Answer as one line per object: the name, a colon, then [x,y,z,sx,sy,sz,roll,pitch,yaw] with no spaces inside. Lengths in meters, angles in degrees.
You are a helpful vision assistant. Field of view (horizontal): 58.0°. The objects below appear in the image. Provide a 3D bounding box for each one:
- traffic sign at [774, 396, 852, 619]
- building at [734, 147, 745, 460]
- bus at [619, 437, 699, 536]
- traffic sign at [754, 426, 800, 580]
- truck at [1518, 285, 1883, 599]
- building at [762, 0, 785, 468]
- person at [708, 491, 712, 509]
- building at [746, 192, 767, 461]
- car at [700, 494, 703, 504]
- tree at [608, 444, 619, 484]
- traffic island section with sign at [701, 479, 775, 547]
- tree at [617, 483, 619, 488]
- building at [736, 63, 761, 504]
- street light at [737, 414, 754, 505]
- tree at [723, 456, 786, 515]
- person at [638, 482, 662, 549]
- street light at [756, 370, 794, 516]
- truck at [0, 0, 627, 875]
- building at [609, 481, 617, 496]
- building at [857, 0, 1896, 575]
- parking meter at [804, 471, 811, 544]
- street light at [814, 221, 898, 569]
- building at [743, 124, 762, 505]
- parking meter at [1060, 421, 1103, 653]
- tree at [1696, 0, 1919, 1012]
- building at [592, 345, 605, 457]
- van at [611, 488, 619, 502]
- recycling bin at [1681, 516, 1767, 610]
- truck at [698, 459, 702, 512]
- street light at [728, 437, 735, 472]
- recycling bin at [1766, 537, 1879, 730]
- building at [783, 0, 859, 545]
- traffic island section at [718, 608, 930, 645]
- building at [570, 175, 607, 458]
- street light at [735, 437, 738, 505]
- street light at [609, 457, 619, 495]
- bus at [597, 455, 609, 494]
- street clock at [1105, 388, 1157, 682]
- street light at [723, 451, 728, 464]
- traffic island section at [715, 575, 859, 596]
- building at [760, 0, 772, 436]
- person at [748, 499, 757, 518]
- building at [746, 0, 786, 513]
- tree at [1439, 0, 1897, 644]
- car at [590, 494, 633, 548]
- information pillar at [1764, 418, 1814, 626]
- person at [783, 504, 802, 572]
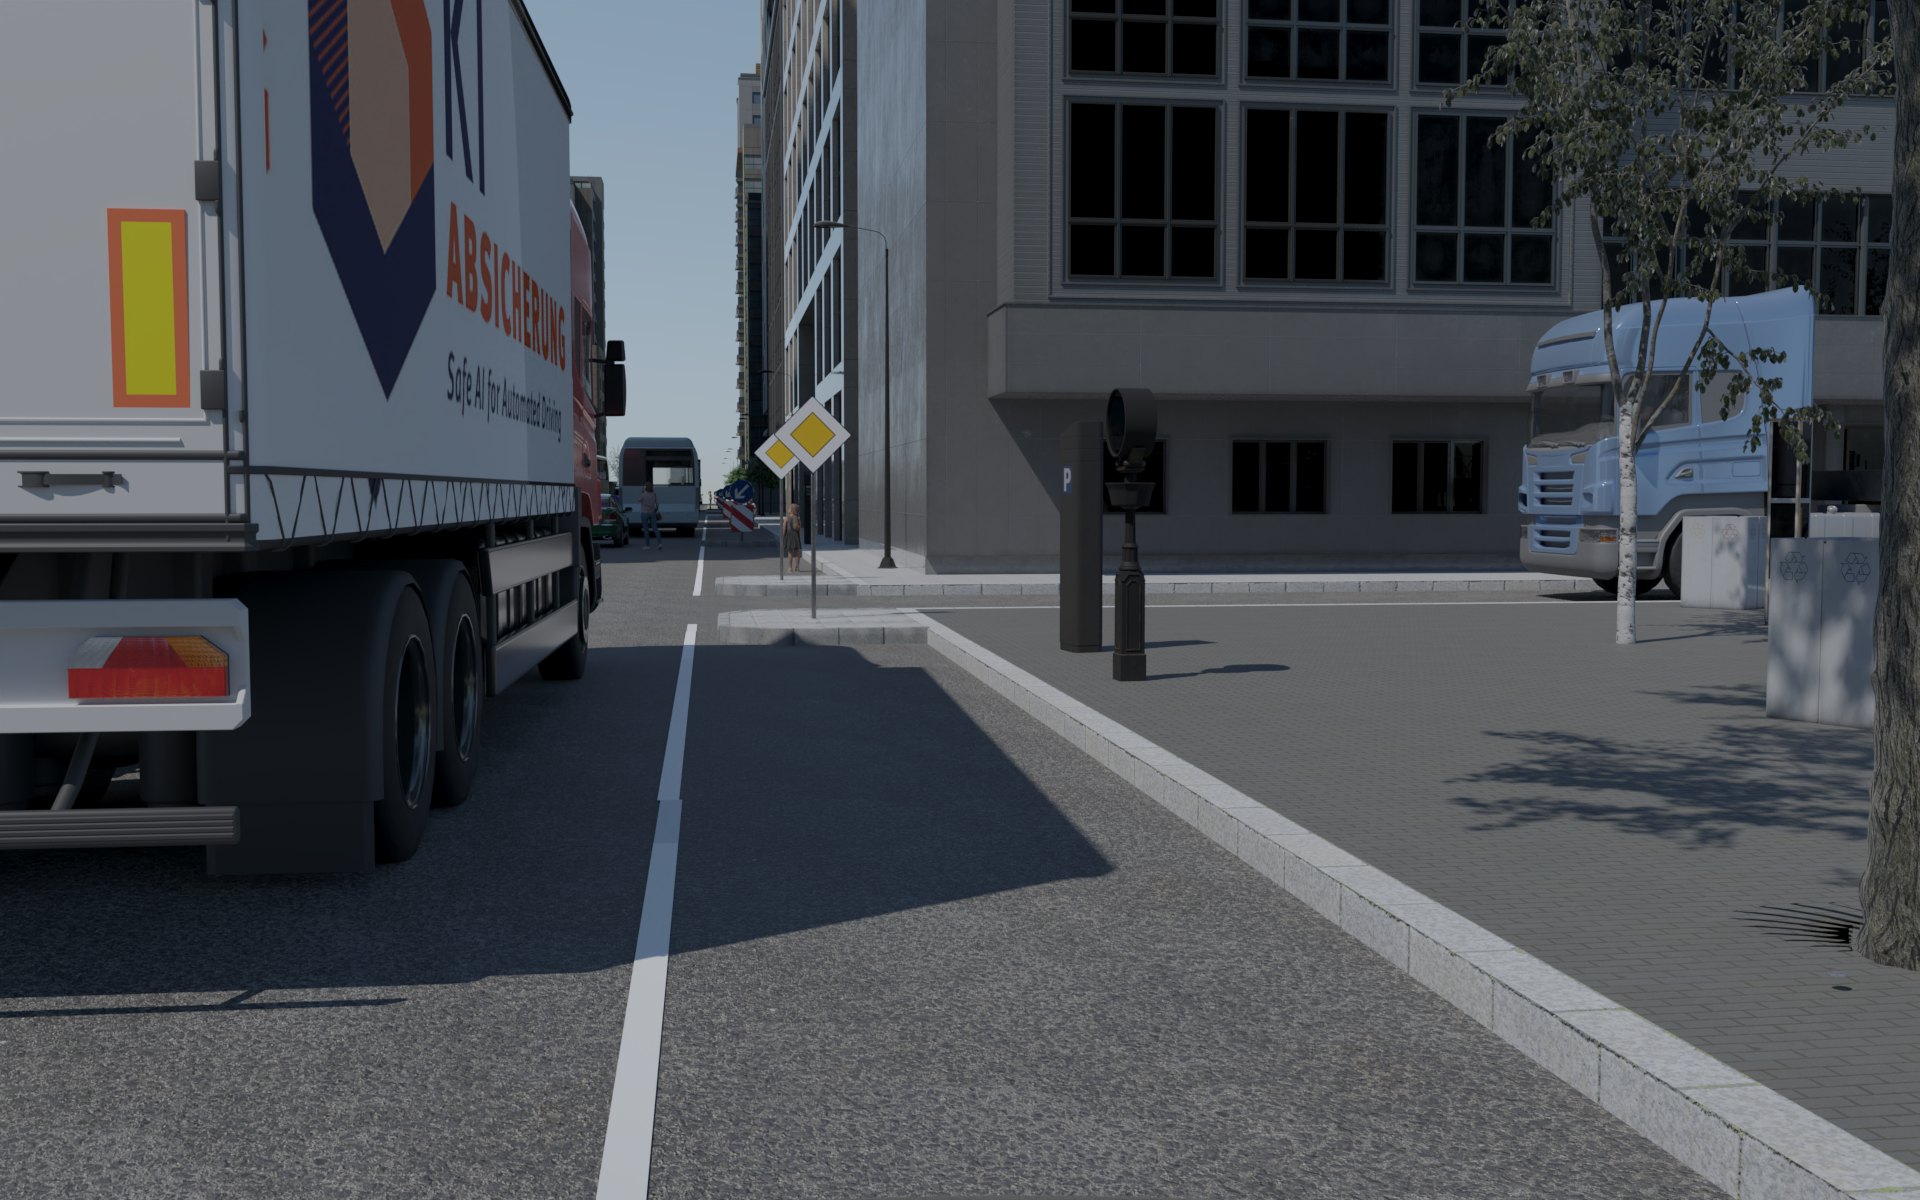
traffic sign: [-1.509,-0.865,17.789,0.795,2.450,0.064,-1,4,-8]
building: [-16.929,-34.400,217.070,22.147,44.769,28.867,-1,4,-8]
bus: [-10.895,-4.137,62.496,2.948,3.499,13.247,-1,4,-10]
traffic sign: [-2.652,-1.349,25.692,0.795,2.450,0.064,-1,4,-8]
truck: [16.511,-2.092,23.968,18.799,4.110,2.967,0,4,-6]
building: [-2.617,-18.101,89.459,14.314,27.812,24.014,-1,4,-8]
person: [-23.958,-9.639,166.815,0.721,1.743,1.217,0,4,-3]
building: [-13.720,-24.299,168.984,14.160,30.474,14.107,-1,4,-8]
car: [-37.148,-14.323,242.845,2.281,1.827,5.304,0,4,-7]
tree: [-50.314,-18.725,256.522,4.360,8.622,3.978,0,3,0]
traffic island section with sign: [-6.143,-2.397,47.814,1.989,1.847,2.006,-1,4,-8]
tree: [-49.755,-15.689,251.115,1.663,3.219,1.824,0,3,0]
building: [-20.756,-43.006,245.148,21.231,58.520,28.212,-1,4,-8]
street light: [-11.963,-7.810,100.240,1.470,5.913,1.316,-1,4,-8]
tree: [-11.853,-7.664,109.016,4.285,4.588,4.351,0,3,0]
person: [-7.965,-2.181,44.743,0.593,1.750,0.643,-2,4,-31]
street light: [-6.835,-5.653,64.962,1.470,5.913,1.316,-1,4,-8]
truck: [-3.675,-1.281,9.859,2.839,4.237,11.283,0,4,-7]
building: [-63.226,-33.173,234.257,32.217,40.220,23.993,-1,4,-8]
building: [13.440,-13.153,34.124,30.058,24.678,14.314,-1,4,-8]
parking meter: [-3.846,-2.355,44.219,0.255,1.863,0.399,-1,4,-11]
street light: [-1.787,-3.494,29.672,1.470,5.913,1.316,-1,4,-8]
building: [-17.293,-31.290,195.187,14.154,41.232,14.086,-1,4,-8]
parking meter: [0.987,-0.515,14.128,0.255,1.863,0.399,-1,4,-17]
tree: [2.748,-4.823,4.612,9.928,11.665,9.643,0,3,0]
building: [-54.748,-21.328,193.758,27.650,21.520,28.899,-1,4,-8]
van: [-30.828,-9.469,159.198,2.240,2.365,5.245,0,4,-7]
recycling bin: [8.643,-0.429,19.566,0.722,1.027,0.722,3,5,45]
truck: [-22.915,-9.510,144.399,2.839,4.237,11.283,-1,4,-9]
street light: [-17.848,-10.287,140.725,1.470,5.913,1.316,-1,4,-8]
recycling bin: [5.110,0.167,9.817,0.722,1.027,0.722,-2,4,-30]
building: [4.150,-15.696,61.146,19.350,26.468,34.151,-1,4,-8]
traffic island section: [-1.487,0.270,17.869,2.009,0.180,2.903,-1,4,-8]
building: [-51.706,-32.561,215.961,14.154,41.232,14.086,-1,4,-8]
street light: [-12.756,-8.129,105.442,1.470,5.913,1.316,-1,4,-8]
street light: [-43.516,-14.979,217.447,1.470,5.913,1.316,-1,4,-8]
bus: [-20.678,-6.216,93.182,2.896,3.916,12.252,0,4,-7]
street clock: [1.168,-0.448,11.889,0.358,2.002,0.471,-1,4,-12]
street light: [-24.547,-13.114,186.948,1.470,5.913,1.316,-1,4,-8]
traffic island section: [-2.629,-0.214,25.773,2.009,0.180,2.903,-1,4,-8]
building: [-3.177,-34.227,148.845,28.713,52.752,27.495,-1,4,-8]
person: [-8.657,-3.612,72.238,0.352,1.250,0.332,-1,4,-22]
building: [-4.996,-41.911,123.493,20.563,71.187,20.611,-1,4,-8]
tree: [5.743,-3.916,14.391,4.360,8.622,3.978,0,3,0]
car: [-10.135,-2.199,47.752,2.131,1.459,4.920,0,4,-8]
information pillar: [8.044,-0.754,16.814,0.304,2.012,0.304,-3,5,-44]
person: [-3.091,-1.138,31.781,0.362,1.253,0.373,-1,4,-22]
